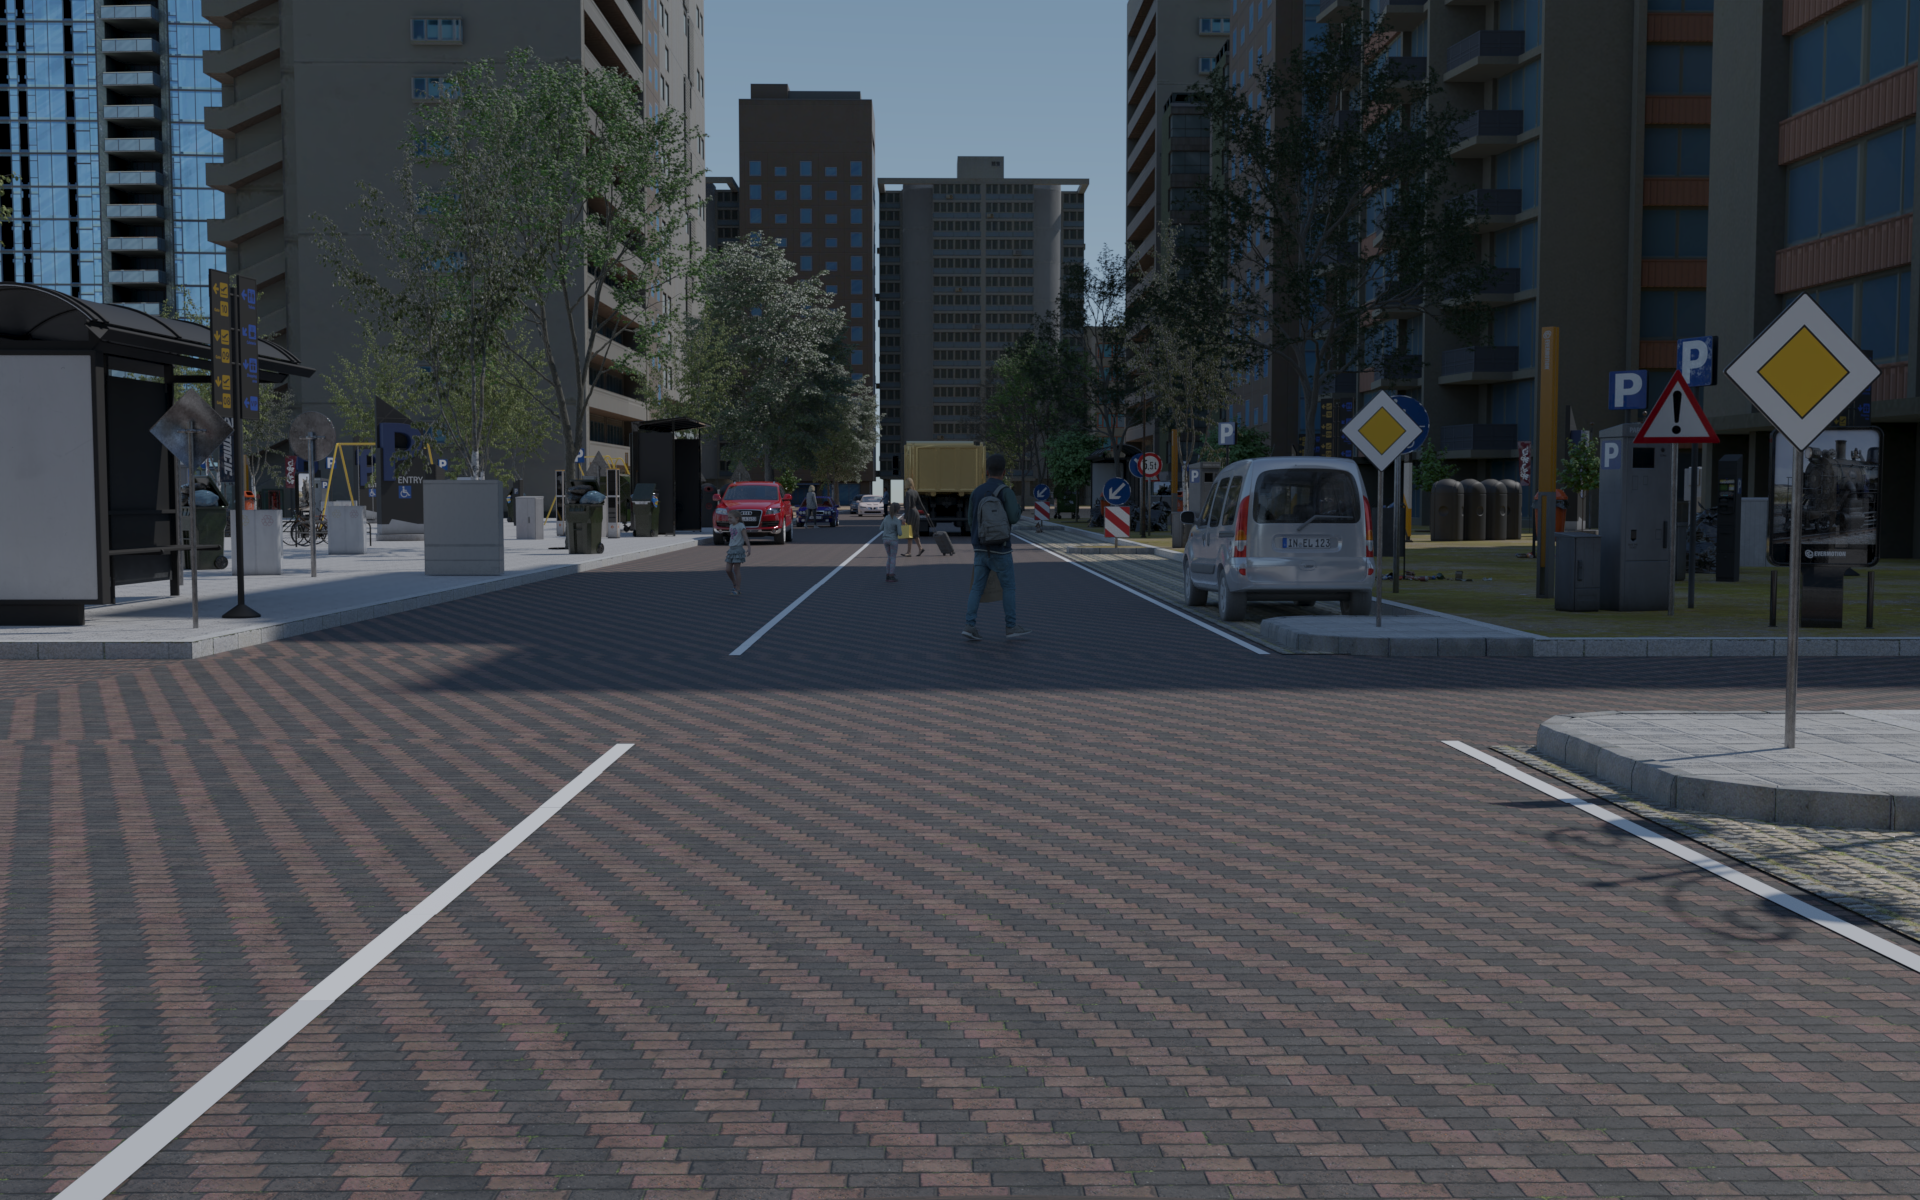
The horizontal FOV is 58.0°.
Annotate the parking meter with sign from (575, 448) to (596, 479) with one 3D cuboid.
[{"bbox_3d":[-13.859,-4.226,65.362,1.738,3.016,0.543,3,4,38],"label":"parking meter with sign"}]

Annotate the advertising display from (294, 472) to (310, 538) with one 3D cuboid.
[{"bbox_3d":[-19.197,-2.782,50.704,0.123,1.923,0.974,0,4,3],"label":"advertising display"}]

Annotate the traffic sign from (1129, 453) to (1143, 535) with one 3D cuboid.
[{"bbox_3d":[5.666,-3.307,54.173,0.768,2.556,0.104,0,4,4],"label":"traffic sign"}]

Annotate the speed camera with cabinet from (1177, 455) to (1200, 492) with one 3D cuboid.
[{"bbox_3d":[11.347,-5.674,87.103,2.038,3.252,0.660,0,4,1],"label":"speed camera with cabinet"}]

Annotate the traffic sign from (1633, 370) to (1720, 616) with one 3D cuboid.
[{"bbox_3d":[7.511,-1.114,18.225,0.884,2.594,0.081,0,4,4],"label":"traffic sign"}]

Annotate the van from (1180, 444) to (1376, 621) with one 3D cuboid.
[{"bbox_3d":[3.728,-0.841,20.764,2.013,2.044,4.112,0,4,-1],"label":"van"}]

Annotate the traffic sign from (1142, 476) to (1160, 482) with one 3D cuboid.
[{"bbox_3d":[8.051,-4.492,73.446,0.884,2.594,0.081,0,4,8],"label":"traffic sign"}]

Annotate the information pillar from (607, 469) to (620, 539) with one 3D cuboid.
[{"bbox_3d":[-10.003,-2.782,49.980,0.304,2.012,0.304,0,4,5],"label":"information pillar"}]

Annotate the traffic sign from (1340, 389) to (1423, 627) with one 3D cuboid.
[{"bbox_3d":[4.043,-0.797,16.675,0.795,2.450,0.064,0,4,-1],"label":"traffic sign"}]

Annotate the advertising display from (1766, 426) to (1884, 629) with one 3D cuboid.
[{"bbox_3d":[8.261,-0.695,16.573,0.974,1.923,0.123,1,4,15],"label":"advertising display"}]

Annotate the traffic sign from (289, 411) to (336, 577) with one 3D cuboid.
[{"bbox_3d":[-9.991,-1.627,26.701,0.768,2.556,0.104,0,4,8],"label":"traffic sign"}]

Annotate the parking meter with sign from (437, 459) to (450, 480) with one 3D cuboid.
[{"bbox_3d":[-25.279,-5.502,86.218,1.738,3.016,0.543,3,5,40],"label":"parking meter with sign"}]

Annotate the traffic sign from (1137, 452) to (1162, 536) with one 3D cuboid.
[{"bbox_3d":[5.793,-3.233,52.959,0.768,2.556,0.104,0,4,3],"label":"traffic sign"}]

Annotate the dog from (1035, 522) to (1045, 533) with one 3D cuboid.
[{"bbox_3d":[2.970,-2.655,63.600,0.748,0.427,0.550,-3,5,-41],"label":"dog"}]

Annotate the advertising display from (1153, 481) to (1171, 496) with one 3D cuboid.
[{"bbox_3d":[9.924,-4.876,84.935,0.974,1.923,0.123,2,4,31],"label":"advertising display"}]

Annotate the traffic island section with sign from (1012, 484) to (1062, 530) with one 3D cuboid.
[{"bbox_3d":[3.099,-3.682,68.823,1.989,1.847,2.006,0,4,-1],"label":"traffic island section with sign"}]

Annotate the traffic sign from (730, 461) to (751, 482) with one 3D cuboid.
[{"bbox_3d":[-8.635,-4.165,68.108,0.884,2.594,0.081,0,4,6],"label":"traffic sign"}]

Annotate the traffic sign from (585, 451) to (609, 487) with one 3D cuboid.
[{"bbox_3d":[-10.821,-3.174,51.897,0.884,2.594,0.081,0,4,7],"label":"traffic sign"}]

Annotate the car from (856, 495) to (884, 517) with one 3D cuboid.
[{"bbox_3d":[-5.589,-6.023,110.843,2.083,1.381,4.827,0,4,-3],"label":"car"}]

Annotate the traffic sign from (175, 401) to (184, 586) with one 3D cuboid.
[{"bbox_3d":[-10.934,-1.482,24.240,0.884,2.594,0.081,0,4,3],"label":"traffic sign"}]

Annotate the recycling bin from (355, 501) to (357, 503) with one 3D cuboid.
[{"bbox_3d":[-23.625,-3.313,66.729,0.722,1.027,0.722,-1,4,-23],"label":"recycling bin"}]

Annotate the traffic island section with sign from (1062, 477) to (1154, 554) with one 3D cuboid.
[{"bbox_3d":[3.603,-2.033,41.872,1.989,1.847,2.006,0,4,-1],"label":"traffic island section with sign"}]

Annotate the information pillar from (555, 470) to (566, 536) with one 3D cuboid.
[{"bbox_3d":[-12.162,-2.970,53.049,0.304,2.012,0.304,2,4,31],"label":"information pillar"}]

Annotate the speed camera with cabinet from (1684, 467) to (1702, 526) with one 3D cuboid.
[{"bbox_3d":[25.749,-3.946,58.848,2.038,3.252,0.660,3,5,44],"label":"speed camera with cabinet"}]

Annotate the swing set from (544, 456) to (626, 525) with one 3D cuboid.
[{"bbox_3d":[-15.301,-4.520,71.516,2.862,2.851,3.119,-3,5,-41],"label":"swing set"}]

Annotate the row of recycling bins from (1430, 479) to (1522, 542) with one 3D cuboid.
[{"bbox_3d":[14.374,-2.499,47.978,3.534,1.692,1.069,-3,4,-38],"label":"row of recycling bins"}]

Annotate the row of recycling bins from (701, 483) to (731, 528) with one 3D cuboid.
[{"bbox_3d":[-10.122,-3.622,66.331,3.534,1.692,1.069,-2,4,-24],"label":"row of recycling bins"}]

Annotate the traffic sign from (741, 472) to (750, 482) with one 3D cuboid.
[{"bbox_3d":[-11.368,-5.532,90.548,0.768,2.556,0.104,0,4,1],"label":"traffic sign"}]

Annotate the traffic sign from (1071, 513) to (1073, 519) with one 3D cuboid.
[{"bbox_3d":[5.878,-5.541,90.707,0.768,2.556,0.104,0,4,5],"label":"traffic sign"}]

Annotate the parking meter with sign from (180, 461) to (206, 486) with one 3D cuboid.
[{"bbox_3d":[-18.330,-2.709,40.555,1.738,3.016,0.543,0,4,0],"label":"parking meter with sign"}]

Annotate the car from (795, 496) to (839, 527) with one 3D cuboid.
[{"bbox_3d":[-6.266,-3.894,76.250,1.945,1.354,3.894,0,4,-1],"label":"car"}]

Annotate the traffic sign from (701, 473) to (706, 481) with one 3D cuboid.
[{"bbox_3d":[-10.987,-4.398,71.912,0.884,2.594,0.081,0,4,2],"label":"traffic sign"}]

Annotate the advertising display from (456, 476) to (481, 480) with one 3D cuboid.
[{"bbox_3d":[-17.541,-3.471,61.963,0.974,1.923,0.123,-2,4,-27],"label":"advertising display"}]

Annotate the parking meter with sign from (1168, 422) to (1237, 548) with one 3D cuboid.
[{"bbox_3d":[5.843,-2.771,41.568,1.738,3.016,0.543,-3,4,-38],"label":"parking meter with sign"}]

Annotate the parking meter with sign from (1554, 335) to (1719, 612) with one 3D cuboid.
[{"bbox_3d":[7.417,-1.395,19.075,1.738,3.016,0.543,-1,4,-19],"label":"parking meter with sign"}]

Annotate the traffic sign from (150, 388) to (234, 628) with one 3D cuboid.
[{"bbox_3d":[-7.300,-0.786,16.486,0.795,2.450,0.064,0,4,-1],"label":"traffic sign"}]

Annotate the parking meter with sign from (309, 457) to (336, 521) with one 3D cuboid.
[{"bbox_3d":[-30.233,-5.244,81.996,1.738,3.016,0.543,3,4,38],"label":"parking meter with sign"}]

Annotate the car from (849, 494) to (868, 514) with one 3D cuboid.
[{"bbox_3d":[-6.947,-6.909,124.970,2.014,1.417,4.499,0,4,1],"label":"car"}]

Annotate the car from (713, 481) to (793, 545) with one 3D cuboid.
[{"bbox_3d":[-6.013,-2.568,50.665,2.281,1.827,5.304,0,4,-2],"label":"car"}]

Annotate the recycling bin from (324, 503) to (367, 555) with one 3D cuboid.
[{"bbox_3d":[-13.084,-1.494,36.985,0.722,1.027,0.722,-1,4,-13],"label":"recycling bin"}]

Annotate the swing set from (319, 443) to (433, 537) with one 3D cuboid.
[{"bbox_3d":[-17.798,-3.393,53.092,3.119,2.851,2.862,0,4,6],"label":"swing set"}]

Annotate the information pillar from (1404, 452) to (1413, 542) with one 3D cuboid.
[{"bbox_3d":[11.923,-3.347,46.076,0.183,3.616,0.504,0,4,-1],"label":"information pillar"}]

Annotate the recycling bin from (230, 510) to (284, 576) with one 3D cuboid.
[{"bbox_3d":[-11.190,-0.919,27.583,0.722,1.027,0.722,-1,4,-18],"label":"recycling bin"}]

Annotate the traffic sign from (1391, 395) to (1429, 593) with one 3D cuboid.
[{"bbox_3d":[5.656,-1.363,22.395,0.768,2.556,0.104,0,4,6],"label":"traffic sign"}]

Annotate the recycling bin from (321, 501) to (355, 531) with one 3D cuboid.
[{"bbox_3d":[-20.997,-2.797,58.288,0.722,1.027,0.722,3,4,38],"label":"recycling bin"}]

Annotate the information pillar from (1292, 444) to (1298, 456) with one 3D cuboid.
[{"bbox_3d":[15.683,-5.501,81.292,0.183,3.616,0.504,-1,4,-14],"label":"information pillar"}]

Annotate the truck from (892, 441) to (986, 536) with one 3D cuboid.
[{"bbox_3d":[-0.664,-4.056,62.243,3.469,3.379,9.791,0,4,-3],"label":"truck"}]

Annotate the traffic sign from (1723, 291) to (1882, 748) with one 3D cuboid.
[{"bbox_3d":[4.191,-0.309,8.692,0.795,2.450,0.064,0,4,-1],"label":"traffic sign"}]
